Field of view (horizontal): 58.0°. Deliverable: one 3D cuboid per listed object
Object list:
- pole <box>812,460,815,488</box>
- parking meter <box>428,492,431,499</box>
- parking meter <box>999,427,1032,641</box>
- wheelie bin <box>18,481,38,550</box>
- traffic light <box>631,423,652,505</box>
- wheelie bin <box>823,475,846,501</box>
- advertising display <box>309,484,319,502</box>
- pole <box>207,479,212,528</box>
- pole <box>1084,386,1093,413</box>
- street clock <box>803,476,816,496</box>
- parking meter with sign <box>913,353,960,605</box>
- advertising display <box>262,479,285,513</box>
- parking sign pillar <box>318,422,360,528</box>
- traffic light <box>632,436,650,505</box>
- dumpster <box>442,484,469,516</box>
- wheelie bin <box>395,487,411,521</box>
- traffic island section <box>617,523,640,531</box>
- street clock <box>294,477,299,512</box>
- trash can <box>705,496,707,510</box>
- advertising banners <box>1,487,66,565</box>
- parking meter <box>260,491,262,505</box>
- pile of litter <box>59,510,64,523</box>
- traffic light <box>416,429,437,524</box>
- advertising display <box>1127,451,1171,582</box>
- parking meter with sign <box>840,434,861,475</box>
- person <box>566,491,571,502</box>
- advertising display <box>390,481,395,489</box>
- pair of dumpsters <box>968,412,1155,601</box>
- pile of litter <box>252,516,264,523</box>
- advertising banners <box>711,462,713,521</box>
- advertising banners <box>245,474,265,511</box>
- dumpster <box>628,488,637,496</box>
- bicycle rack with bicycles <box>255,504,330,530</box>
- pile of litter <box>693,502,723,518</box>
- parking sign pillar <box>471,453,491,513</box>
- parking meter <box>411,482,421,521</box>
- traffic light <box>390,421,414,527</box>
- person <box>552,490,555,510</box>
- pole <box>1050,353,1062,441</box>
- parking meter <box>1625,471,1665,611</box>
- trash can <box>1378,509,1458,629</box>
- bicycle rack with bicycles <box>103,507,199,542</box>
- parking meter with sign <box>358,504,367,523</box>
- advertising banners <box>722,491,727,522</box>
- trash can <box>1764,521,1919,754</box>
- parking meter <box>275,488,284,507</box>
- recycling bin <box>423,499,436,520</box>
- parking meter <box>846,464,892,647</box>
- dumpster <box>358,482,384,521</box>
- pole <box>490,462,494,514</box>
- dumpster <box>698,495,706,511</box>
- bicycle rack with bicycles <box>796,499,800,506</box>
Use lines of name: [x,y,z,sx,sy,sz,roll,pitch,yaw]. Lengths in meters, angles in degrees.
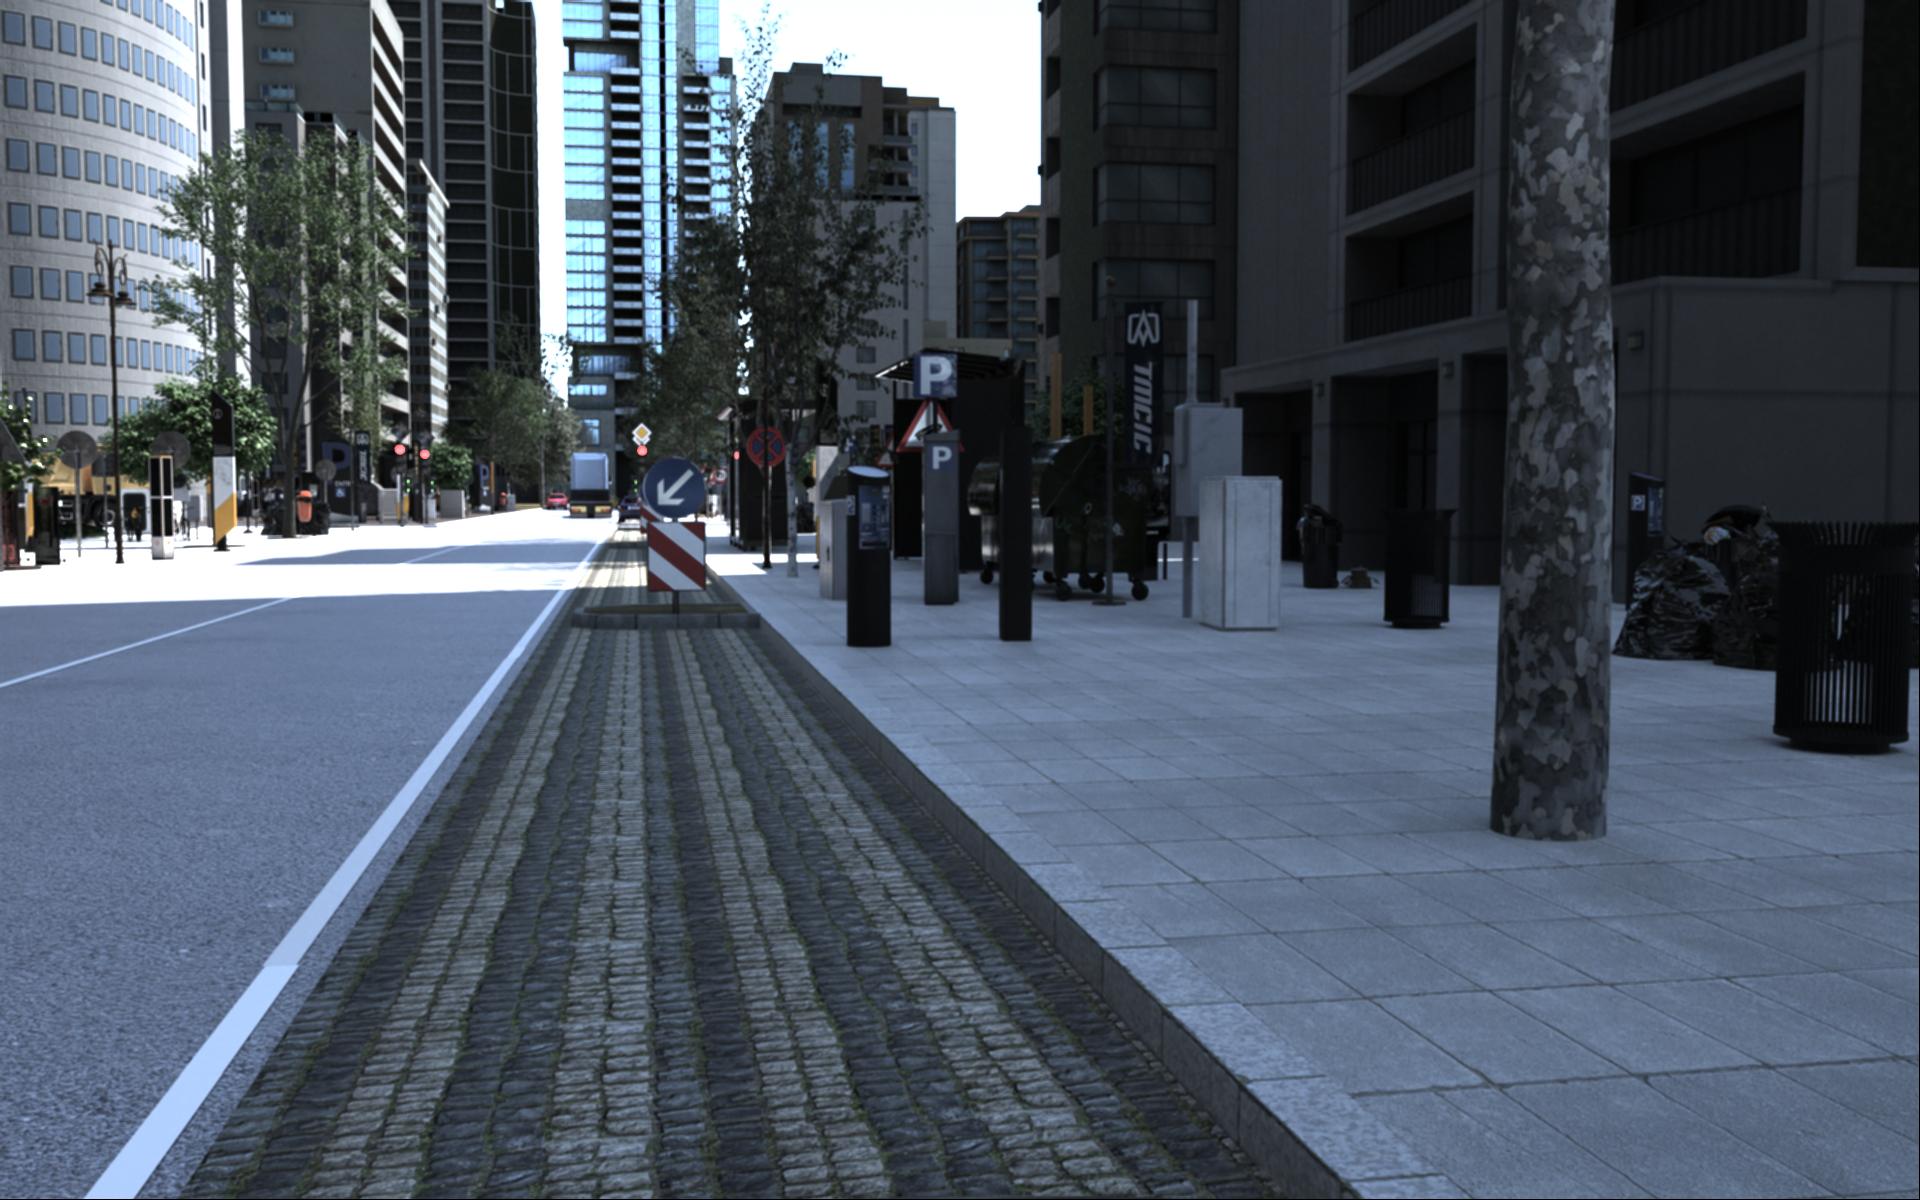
pole: [-8.695,-6.677,103.012,0.158,3.312,0.155,0,3,0]
parking meter: [-33.522,-6.163,109.177,0.372,1.533,0.369,0,3,0]
parking meter: [0.488,-0.582,15.230,0.255,1.863,0.399,0,4,-5]
wheelie bin: [-21.726,-1.972,40.156,0.980,1.594,0.693,-2,4,-31]
traffic light: [-12.509,-4.844,68.118,0.839,4.253,0.868,-1,4,-11]
wheelie bin: [-1.876,-1.281,28.851,0.980,1.594,0.693,3,5,40]
advertising display: [-42.925,-6.720,115.088,0.974,1.923,0.123,3,4,38]
pole: [-28.076,-4.339,64.780,0.158,3.312,0.155,0,3,0]
pole: [2.422,-2.381,32.771,0.158,3.312,0.155,0,3,0]
street clock: [-5.944,-3.913,68.544,0.471,2.002,0.358,1,4,17]
parking meter with sign: [-0.260,-1.498,20.753,0.543,3.016,1.738,0,4,-3]
advertising display: [-30.136,-4.334,76.071,0.974,1.923,0.123,0,4,-5]
parking sign pillar: [-23.446,-4.702,65.345,1.447,3.967,1.447,-2,4,-33]
traffic light: [-13.980,-5.324,75.966,0.839,4.253,0.868,-1,4,-11]
dumpster: [-29.561,-6.043,101.293,1.502,2.255,1.985,-1,4,-11]
wheelie bin: [-26.655,-4.568,82.601,0.980,1.594,0.693,2,4,27]
traffic island section: [-12.467,-2.811,68.239,2.009,0.180,2.903,-1,4,-11]
street clock: [-28.203,-4.216,73.505,0.358,2.002,0.471,2,4,30]
trash can: [-17.477,-6.508,118.052,0.748,1.137,0.748,0,3,0]
advertising banners: [-17.190,-2.141,31.200,2.074,3.025,0.090,0,4,2]
parking meter: [-44.522,-6.256,110.694,0.372,1.533,0.369,0,3,0]
pile of litter: [-30.304,-2.724,58.506,1.176,0.858,1.719,-1,4,-23]
traffic light: [-22.884,-5.221,74.288,0.839,4.253,0.868,-1,4,-11]
advertising display: [2.786,-1.250,25.646,0.123,1.923,0.974,3,5,43]
parking meter with sign: [-3.201,-3.254,49.461,0.543,3.016,1.738,0,4,3]
person: [-43.330,-11.265,192.689,1.348,1.823,0.705,1,4,10]
advertising display: [-27.902,-4.888,85.137,0.123,1.923,0.974,-2,4,-24]
pair of dumpsters: [1.275,-1.236,22.704,1.574,2.255,4.437,-1,4,-10]
pile of litter: [-30.954,-3.906,77.828,1.719,0.858,1.176,-1,4,-14]
advertising banners: [-11.948,-5.332,83.364,0.090,3.025,2.074,-1,4,-8]
advertising banners: [-40.829,-6.374,100.399,2.074,3.025,0.090,2,4,33]
dumpster: [-41.949,-13.410,224.203,1.985,2.255,1.502,-1,4,-9]
bicycle rack with bicycles: [-23.743,-2.935,61.364,2.852,0.926,2.925,-2,4,-30]
pile of litter: [-13.749,-4.909,94.226,1.719,0.858,1.176,2,4,33]
parking sign pillar: [-31.849,-7.765,115.427,1.447,3.967,1.447,1,4,17]
parking meter: [-25.552,-4.626,81.349,0.255,1.863,0.399,3,5,44]
traffic light: [-21.412,-4.741,66.439,0.839,4.253,0.868,-1,4,-11]
person: [-37.585,-9.278,160.175,0.705,1.826,1.348,0,4,-8]
pole: [1.394,-1.920,25.230,0.158,3.312,0.155,0,3,0]
parking meter: [7.507,-0.646,18.975,0.372,1.533,0.369,0,3,0]
trash can: [4.394,-0.305,16.647,0.748,1.137,0.748,0,3,0]
bicycle rack with bicycles: [-22.113,-2.081,47.398,2.852,0.926,2.925,-1,4,-16]
parking meter with sign: [-26.736,-4.866,75.821,0.543,3.016,1.738,1,4,20]
advertising banners: [-10.608,-5.118,79.871,0.090,3.025,2.074,-2,4,-25]
trash can: [4.448,0.179,8.726,0.748,1.137,0.748,0,3,0]
parking meter: [-28.973,-3.996,73.752,0.372,1.533,0.369,0,3,0]
recycling bin: [-26.591,-4.507,86.237,0.722,1.027,0.722,-3,5,-42]
parking meter: [-0.771,-0.380,14.631,0.372,1.533,0.369,0,3,0]
dumpster: [-28.136,-4.688,82.403,1.264,1.857,1.865,-1,4,-11]
pole: [-29.382,-7.026,108.724,0.158,3.312,0.155,0,3,0]
dumpster: [-16.216,-6.158,106.440,1.264,1.857,1.865,-1,4,-10]
bicycle rack with bicycles: [-12.175,-6.831,125.061,2.925,0.926,2.852,3,5,39]
